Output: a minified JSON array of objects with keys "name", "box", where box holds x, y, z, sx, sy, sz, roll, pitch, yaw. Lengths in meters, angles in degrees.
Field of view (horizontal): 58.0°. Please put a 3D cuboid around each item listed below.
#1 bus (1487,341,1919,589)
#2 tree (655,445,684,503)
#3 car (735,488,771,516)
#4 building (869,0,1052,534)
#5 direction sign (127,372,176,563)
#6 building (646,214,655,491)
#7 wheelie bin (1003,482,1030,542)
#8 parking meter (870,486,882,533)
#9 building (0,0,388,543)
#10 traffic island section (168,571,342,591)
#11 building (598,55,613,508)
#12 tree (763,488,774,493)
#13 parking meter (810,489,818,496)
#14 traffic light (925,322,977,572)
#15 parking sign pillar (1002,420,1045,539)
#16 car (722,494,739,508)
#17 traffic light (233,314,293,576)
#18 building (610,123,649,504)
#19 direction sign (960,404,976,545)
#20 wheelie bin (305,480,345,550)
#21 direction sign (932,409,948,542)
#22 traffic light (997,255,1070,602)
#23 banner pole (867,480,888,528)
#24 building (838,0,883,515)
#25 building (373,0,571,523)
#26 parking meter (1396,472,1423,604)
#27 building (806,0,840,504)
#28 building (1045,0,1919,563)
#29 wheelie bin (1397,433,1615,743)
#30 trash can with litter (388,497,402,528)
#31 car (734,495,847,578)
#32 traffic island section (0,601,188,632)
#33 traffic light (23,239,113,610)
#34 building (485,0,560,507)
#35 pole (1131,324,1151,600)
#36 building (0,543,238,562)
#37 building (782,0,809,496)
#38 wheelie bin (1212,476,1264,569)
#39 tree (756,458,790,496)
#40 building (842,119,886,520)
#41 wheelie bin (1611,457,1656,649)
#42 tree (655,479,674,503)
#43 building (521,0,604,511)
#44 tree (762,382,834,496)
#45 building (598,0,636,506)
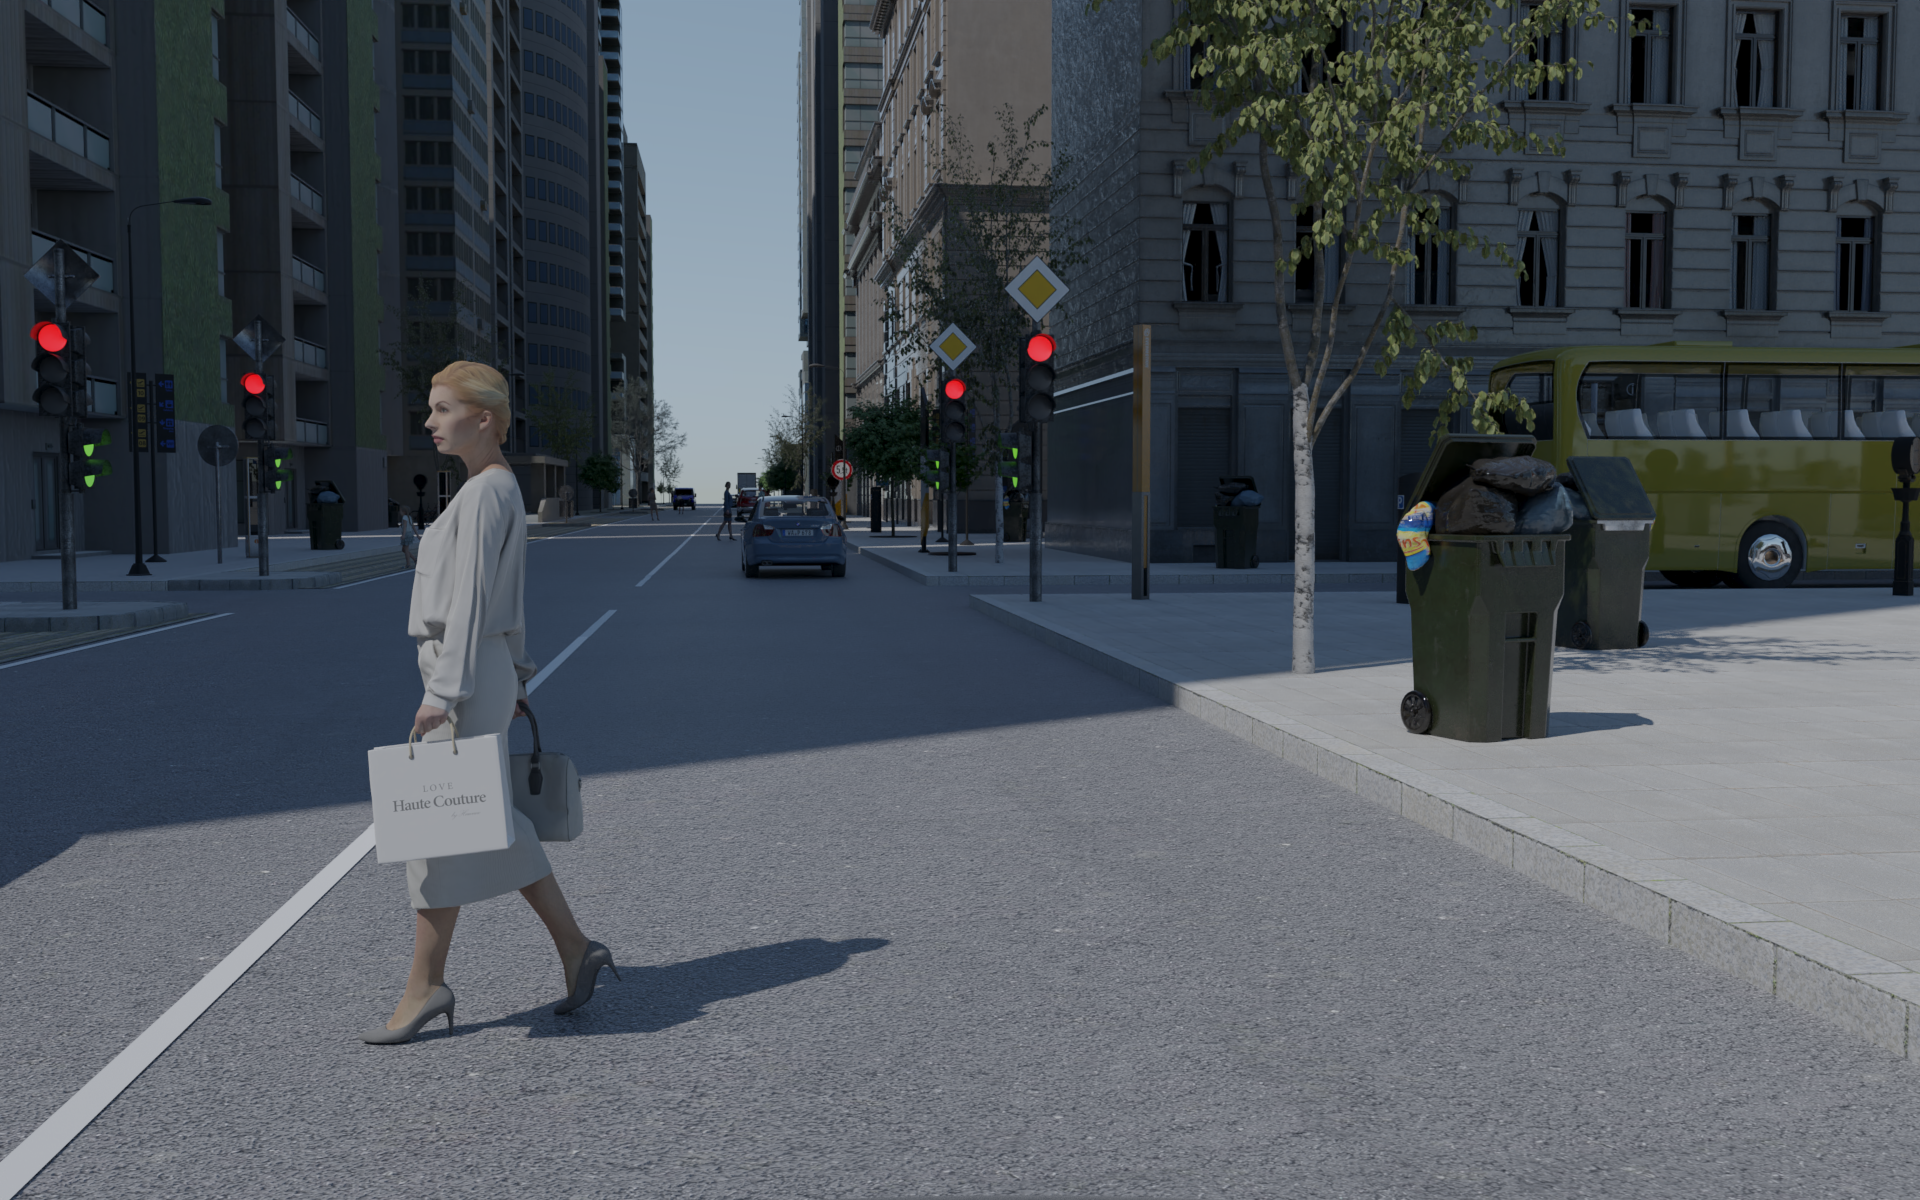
[{"name":"bus","box":[14.358,-2.129,26.359,12.252,3.916,2.896,0,4,-6]},{"name":"tree","box":[-41.466,-18.149,247.091,4.737,8.622,4.395,0,3,0]},{"name":"car","box":[-12.844,-6.046,107.533,2.281,1.827,5.304,0,4,-8]},{"name":"building","box":[3.602,-16.549,67.836,12.463,27.353,25.104,0,4,-7]},{"name":"direction sign","box":[-15.152,-2.479,32.531,0.379,3.537,0.876,3,4,38]},{"name":"building","box":[-50.856,-34.368,245.508,14.154,41.232,14.086,0,4,-7]},{"name":"wheelie bin","box":[1.490,-2.356,46.431,0.693,1.594,0.980,1,4,20]},{"name":"parking meter","box":[-2.805,-3.023,57.841,0.372,1.533,0.369,0,3,0]},{"name":"building","box":[-27.150,-22.709,54.882,14.154,41.232,14.086,0,4,-7]},{"name":"traffic island section","box":[-10.950,-0.301,27.205,2.009,0.180,2.903,0,4,-7]},{"name":"building","box":[-39.157,-28.892,155.974,14.154,41.232,14.086,0,4,-7]},{"name":"tree","box":[-26.948,-15.156,242.404,1.663,3.219,1.824,0,3,0]},{"name":"parking meter","box":[-7.267,-4.751,86.092,0.372,1.533,0.369,0,3,0]},{"name":"traffic light","box":[-0.139,-2.419,28.477,0.839,4.253,0.868,0,4,-7]},{"name":"parking sign pillar","box":[1.773,-3.794,50.499,1.447,3.967,1.447,-3,4,-36]},{"name":"car","box":[-20.694,-9.073,158.132,2.009,1.686,4.222,-1,4,-8]},{"name":"traffic light","box":[-10.909,-2.334,27.075,0.839,4.253,0.868,0,4,-7]},{"name":"building","box":[-52.188,-36.854,226.271,21.300,48.544,21.600,0,4,-7]},{"name":"direction sign","box":[0.177,-3.148,43.473,0.379,3.537,0.876,2,4,27]},{"name":"wheelie bin","box":[-14.604,-1.954,39.861,0.980,1.594,0.693,2,4,33]},{"name":"direction sign","box":[-0.468,-3.304,46.012,0.379,3.537,0.876,-3,4,-36]},{"name":"traffic light","box":[0.883,-1.935,20.557,0.839,4.253,0.868,0,4,-7]},{"name":"banner pole","box":[-3.074,-4.570,64.742,0.863,3.779,0.401,0,4,3]},{"name":"building","box":[-1.051,-26.333,114.135,14.154,41.232,14.086,0,4,-7]},{"name":"building","box":[-35.552,-23.802,81.044,32.217,40.220,23.993,0,4,-7]},{"name":"parking meter","box":[5.319,-0.728,20.310,0.372,1.533,0.369,0,3,0]},{"name":"building","box":[-3.888,-38.005,163.385,21.231,58.520,28.212,0,4,-7]},{"name":"building","box":[11.464,-11.498,37.144,18.267,20.994,9.793,0,4,-7]},{"name":"wheelie bin","box":[2.812,-0.078,9.189,0.980,1.594,0.693,-2,4,-25]},{"name":"trash can with litter","box":[-21.445,-3.342,66.034,1.055,1.170,0.624,-3,5,-39]},{"name":"car","box":[-3.025,-1.166,31.074,2.014,1.417,4.499,-1,4,-8]},{"name":"traffic island section","box":[-9.928,0.183,19.285,2.009,0.180,2.903,0,4,-7]},{"name":"traffic light","box":[-9.887,-1.849,19.156,0.839,4.253,0.868,0,4,-7]},{"name":"building","box":[-36.569,-41.057,109.541,20.563,71.187,20.611,0,4,-7]},{"name":"pole","box":[2.197,-1.660,20.985,0.158,3.312,0.155,0,3,0]},{"name":"building","box":[-23.608,-21.377,33.111,14.154,41.232,14.086,0,4,-7]},{"name":"building","box":[-14.095,-57.081,245.945,22.319,86.520,31.000,0,4,-7]},{"name":"wheelie bin","box":[4.771,-1.340,29.816,0.980,1.594,0.693,3,4,36]},{"name":"tree","box":[-15.948,-10.512,155.583,4.285,4.588,4.351,0,3,0]},{"name":"building","box":[1.091,-15.331,92.459,13.314,21.916,24.055,0,4,-7]},{"name":"wheelie bin","box":[5.296,-0.402,14.480,0.980,1.594,0.693,-1,4,-21]},{"name":"tree","box":[-38.130,-13.890,221.708,1.663,3.219,1.824,0,3,0]},{"name":"building","box":[-39.664,-36.214,134.097,21.231,58.520,28.212,0,4,-7]},{"name":"tree","box":[-10.428,-9.949,113.035,4.360,8.622,3.978,0,3,0]},{"name":"building","box":[-48.790,-54.215,199.080,22.319,86.520,31.000,0,4,-7]}]
